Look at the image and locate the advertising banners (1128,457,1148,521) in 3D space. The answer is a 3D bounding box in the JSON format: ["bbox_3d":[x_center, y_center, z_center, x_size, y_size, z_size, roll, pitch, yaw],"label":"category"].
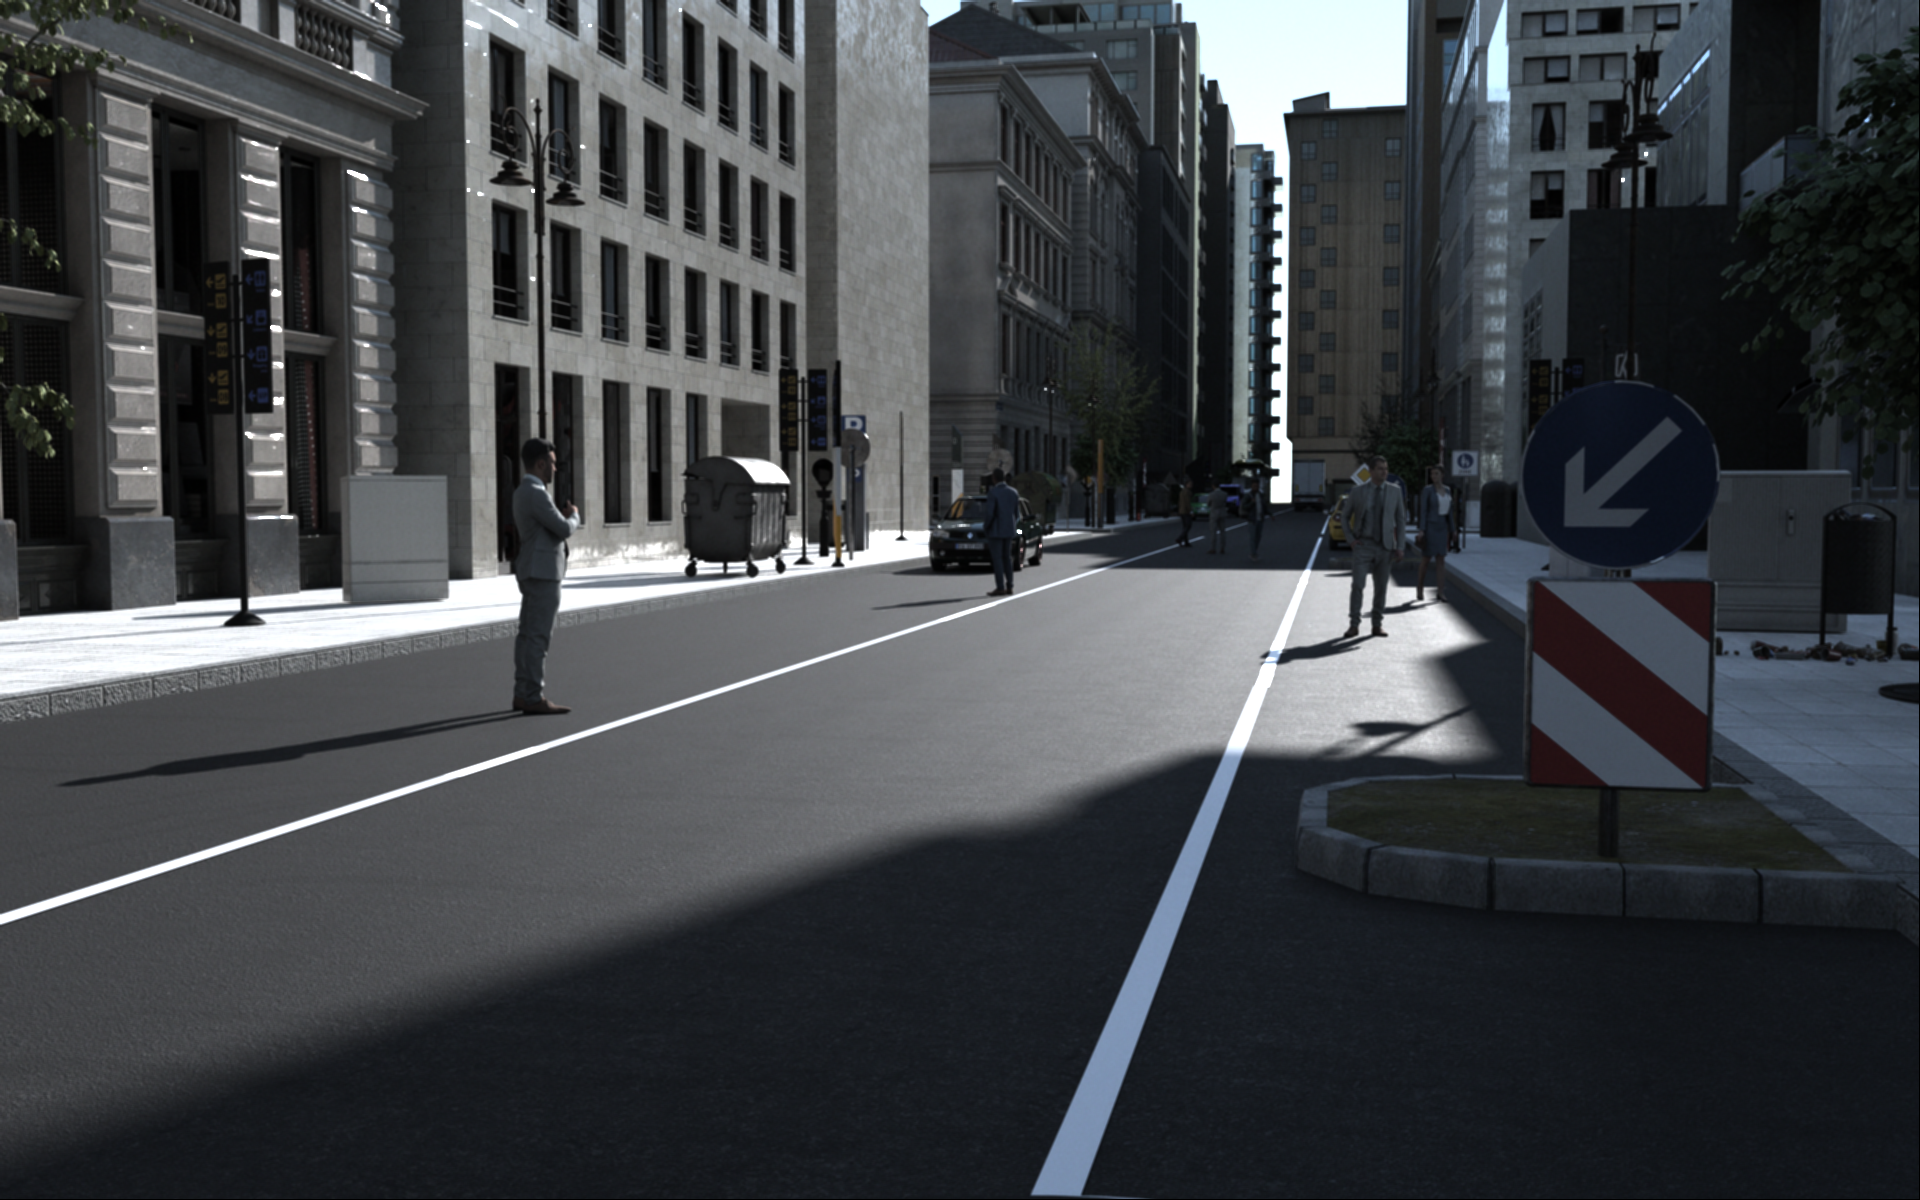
[{"bbox_3d":[8.416,-5.238,81.823,0.090,3.025,2.074,2,4,31],"label":"advertising banners"}]

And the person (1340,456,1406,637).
[{"bbox_3d":[4.174,-0.545,17.508,0.635,1.810,0.391,0,4,-2],"label":"person"}]

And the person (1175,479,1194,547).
[{"bbox_3d":[6.119,-2.351,46.852,0.656,1.842,0.836,3,5,40],"label":"person"}]

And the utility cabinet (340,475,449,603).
[{"bbox_3d":[-6.712,-0.728,20.577,1.173,1.500,0.318,-3,4,-38],"label":"utility cabinet"}]

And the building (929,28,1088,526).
[{"bbox_3d":[-1.366,-14.900,79.779,11.583,22.565,21.152,1,4,12],"label":"building"}]

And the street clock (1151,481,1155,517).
[{"bbox_3d":[10.926,-5.731,98.269,0.358,2.002,0.471,0,4,5],"label":"street clock"}]

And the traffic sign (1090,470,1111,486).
[{"bbox_3d":[5.277,-3.760,65.123,0.795,2.450,0.064,1,4,12],"label":"traffic sign"}]

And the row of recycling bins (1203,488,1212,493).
[{"bbox_3d":[17.653,-7.127,123.643,1.069,1.692,3.534,1,4,15],"label":"row of recycling bins"}]

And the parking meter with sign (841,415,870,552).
[{"bbox_3d":[-2.327,-2.628,39.232,0.543,3.016,1.738,0,4,2],"label":"parking meter with sign"}]

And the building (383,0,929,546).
[{"bbox_3d":[-10.315,-12.065,52.021,16.860,20.320,10.420,1,4,12],"label":"building"}]

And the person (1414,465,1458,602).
[{"bbox_3d":[6.348,-0.894,23.148,0.581,1.822,0.654,0,4,-4],"label":"person"}]

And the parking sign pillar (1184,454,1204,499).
[{"bbox_3d":[15.603,-7.785,115.755,1.447,3.967,1.447,-1,4,-20],"label":"parking sign pillar"}]

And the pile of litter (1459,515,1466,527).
[{"bbox_3d":[19.213,-3.253,67.153,1.176,0.858,1.719,-2,4,-34],"label":"pile of litter"}]

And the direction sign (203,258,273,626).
[{"bbox_3d":[-7.014,-1.522,16.881,0.876,3.537,0.379,2,4,26],"label":"direction sign"}]

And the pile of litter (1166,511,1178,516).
[{"bbox_3d":[12.146,-5.292,100.492,1.176,0.858,1.719,2,4,24],"label":"pile of litter"}]

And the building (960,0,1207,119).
[{"bbox_3d":[12.380,-33.692,170.473,23.786,49.044,30.456,1,4,12],"label":"building"}]

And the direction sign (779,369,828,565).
[{"bbox_3d":[-2.844,-2.416,31.505,0.876,3.537,0.379,0,4,3],"label":"direction sign"}]

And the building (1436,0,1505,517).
[{"bbox_3d":[33.749,-19.635,98.528,11.434,29.767,29.804,1,4,12],"label":"building"}]

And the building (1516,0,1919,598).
[{"bbox_3d":[23.634,-43.859,29.760,22.319,86.520,31.000,1,4,12],"label":"building"}]

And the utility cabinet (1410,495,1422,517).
[{"bbox_3d":[26.024,-5.314,98.038,1.020,1.237,0.306,0,4,-7],"label":"utility cabinet"}]

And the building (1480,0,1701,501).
[{"bbox_3d":[29.732,-13.038,67.929,16.860,20.320,10.420,1,4,12],"label":"building"}]

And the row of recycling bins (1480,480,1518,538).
[{"bbox_3d":[17.122,-2.734,51.812,3.534,1.692,1.069,-2,4,-25],"label":"row of recycling bins"}]

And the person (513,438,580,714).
[{"bbox_3d":[-2.714,-0.168,11.422,0.466,1.800,0.511,-3,5,-39],"label":"person"}]

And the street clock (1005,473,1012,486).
[{"bbox_3d":[1.432,-3.157,56.181,0.471,2.002,0.358,-2,4,-34],"label":"street clock"}]

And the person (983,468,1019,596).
[{"bbox_3d":[0.593,-0.969,24.518,0.419,1.800,0.721,3,5,41],"label":"person"}]

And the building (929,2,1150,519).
[{"bbox_3d":[2.984,-19.229,101.782,14.401,28.519,23.554,1,4,12],"label":"building"}]

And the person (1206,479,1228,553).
[{"bbox_3d":[6.213,-2.037,41.989,0.511,1.800,0.466,-2,4,-28],"label":"person"}]

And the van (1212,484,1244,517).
[{"bbox_3d":[16.733,-6.365,108.448,2.240,2.365,5.245,1,4,13],"label":"van"}]

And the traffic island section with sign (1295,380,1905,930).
[{"bbox_3d":[2.352,0.111,6.821,1.989,1.847,2.006,1,4,12],"label":"traffic island section with sign"}]

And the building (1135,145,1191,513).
[{"bbox_3d":[8.607,-20.318,125.700,14.314,27.812,24.014,1,4,12],"label":"building"}]

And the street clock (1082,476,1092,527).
[{"bbox_3d":[5.039,-3.902,68.368,0.471,2.002,0.358,0,3,0],"label":"street clock"}]

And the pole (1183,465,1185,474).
[{"bbox_3d":[15.603,-7.774,120.942,0.158,3.312,0.155,0,3,0],"label":"pole"}]

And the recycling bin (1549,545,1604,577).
[{"bbox_3d":[8.872,-0.735,24.566,0.722,1.027,0.722,-2,4,-31],"label":"recycling bin"}]

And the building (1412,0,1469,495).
[{"bbox_3d":[46.419,-30.493,148.669,14.600,45.320,14.200,1,4,12],"label":"building"}]

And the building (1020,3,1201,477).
[{"bbox_3d":[12.704,-28.351,147.138,14.154,41.232,14.086,1,4,12],"label":"building"}]

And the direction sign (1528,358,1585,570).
[{"bbox_3d":[9.996,-2.269,29.102,0.876,3.537,0.379,2,4,30],"label":"direction sign"}]

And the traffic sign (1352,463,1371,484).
[{"bbox_3d":[12.895,-3.158,55.273,0.795,2.450,0.064,1,4,12],"label":"traffic sign"}]

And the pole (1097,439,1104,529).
[{"bbox_3d":[5.221,-4.313,64.368,0.158,3.312,0.155,0,3,0],"label":"pole"}]

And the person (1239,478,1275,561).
[{"bbox_3d":[6.370,-1.745,37.385,0.623,1.781,0.721,-3,5,-41],"label":"person"}]

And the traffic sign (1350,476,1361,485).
[{"bbox_3d":[14.598,-3.635,63.075,0.795,2.450,0.064,1,4,12],"label":"traffic sign"}]

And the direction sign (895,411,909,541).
[{"bbox_3d":[-1.608,-3.410,47.756,0.379,3.537,0.876,0,4,1],"label":"direction sign"}]

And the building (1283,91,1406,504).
[{"bbox_3d":[57.696,-39.402,233.460,27.495,52.752,28.713,1,4,12],"label":"building"}]

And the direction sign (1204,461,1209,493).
[{"bbox_3d":[16.767,-7.766,118.963,0.379,3.537,0.876,-3,5,-42],"label":"direction sign"}]

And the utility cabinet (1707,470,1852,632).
[{"bbox_3d":[7.604,-0.455,16.120,1.173,1.500,0.318,1,4,20],"label":"utility cabinet"}]

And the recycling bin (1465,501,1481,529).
[{"bbox_3d":[19.237,-3.169,64.368,0.722,1.027,0.722,0,4,3],"label":"recycling bin"}]

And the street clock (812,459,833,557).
[{"bbox_3d":[-2.791,-1.896,35.563,0.471,2.002,0.358,0,4,-1],"label":"street clock"}]

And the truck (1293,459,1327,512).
[{"bbox_3d":[29.254,-9.540,144.889,2.839,4.237,11.283,1,4,12],"label":"truck"}]

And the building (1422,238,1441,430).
[{"bbox_3d":[39.333,-17.578,123.559,11.583,22.565,21.152,1,4,12],"label":"building"}]

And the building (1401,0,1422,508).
[{"bbox_3d":[54.006,-38.305,168.279,21.231,58.520,28.212,1,4,12],"label":"building"}]

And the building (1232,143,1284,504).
[{"bbox_3d":[28.536,-37.734,236.559,30.456,49.044,23.786,1,4,12],"label":"building"}]

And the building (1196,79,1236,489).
[{"bbox_3d":[20.712,-35.366,201.933,21.600,48.544,21.300,1,4,12],"label":"building"}]

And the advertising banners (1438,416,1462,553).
[{"bbox_3d":[10.831,-2.579,38.348,0.090,3.025,2.074,0,4,3],"label":"advertising banners"}]

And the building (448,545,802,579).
[{"bbox_3d":[-10.596,-11.005,34.680,10.420,20.320,16.860,1,4,12],"label":"building"}]

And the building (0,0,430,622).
[{"bbox_3d":[-14.648,-11.460,16.243,11.050,23.489,19.941,1,4,12],"label":"building"}]
